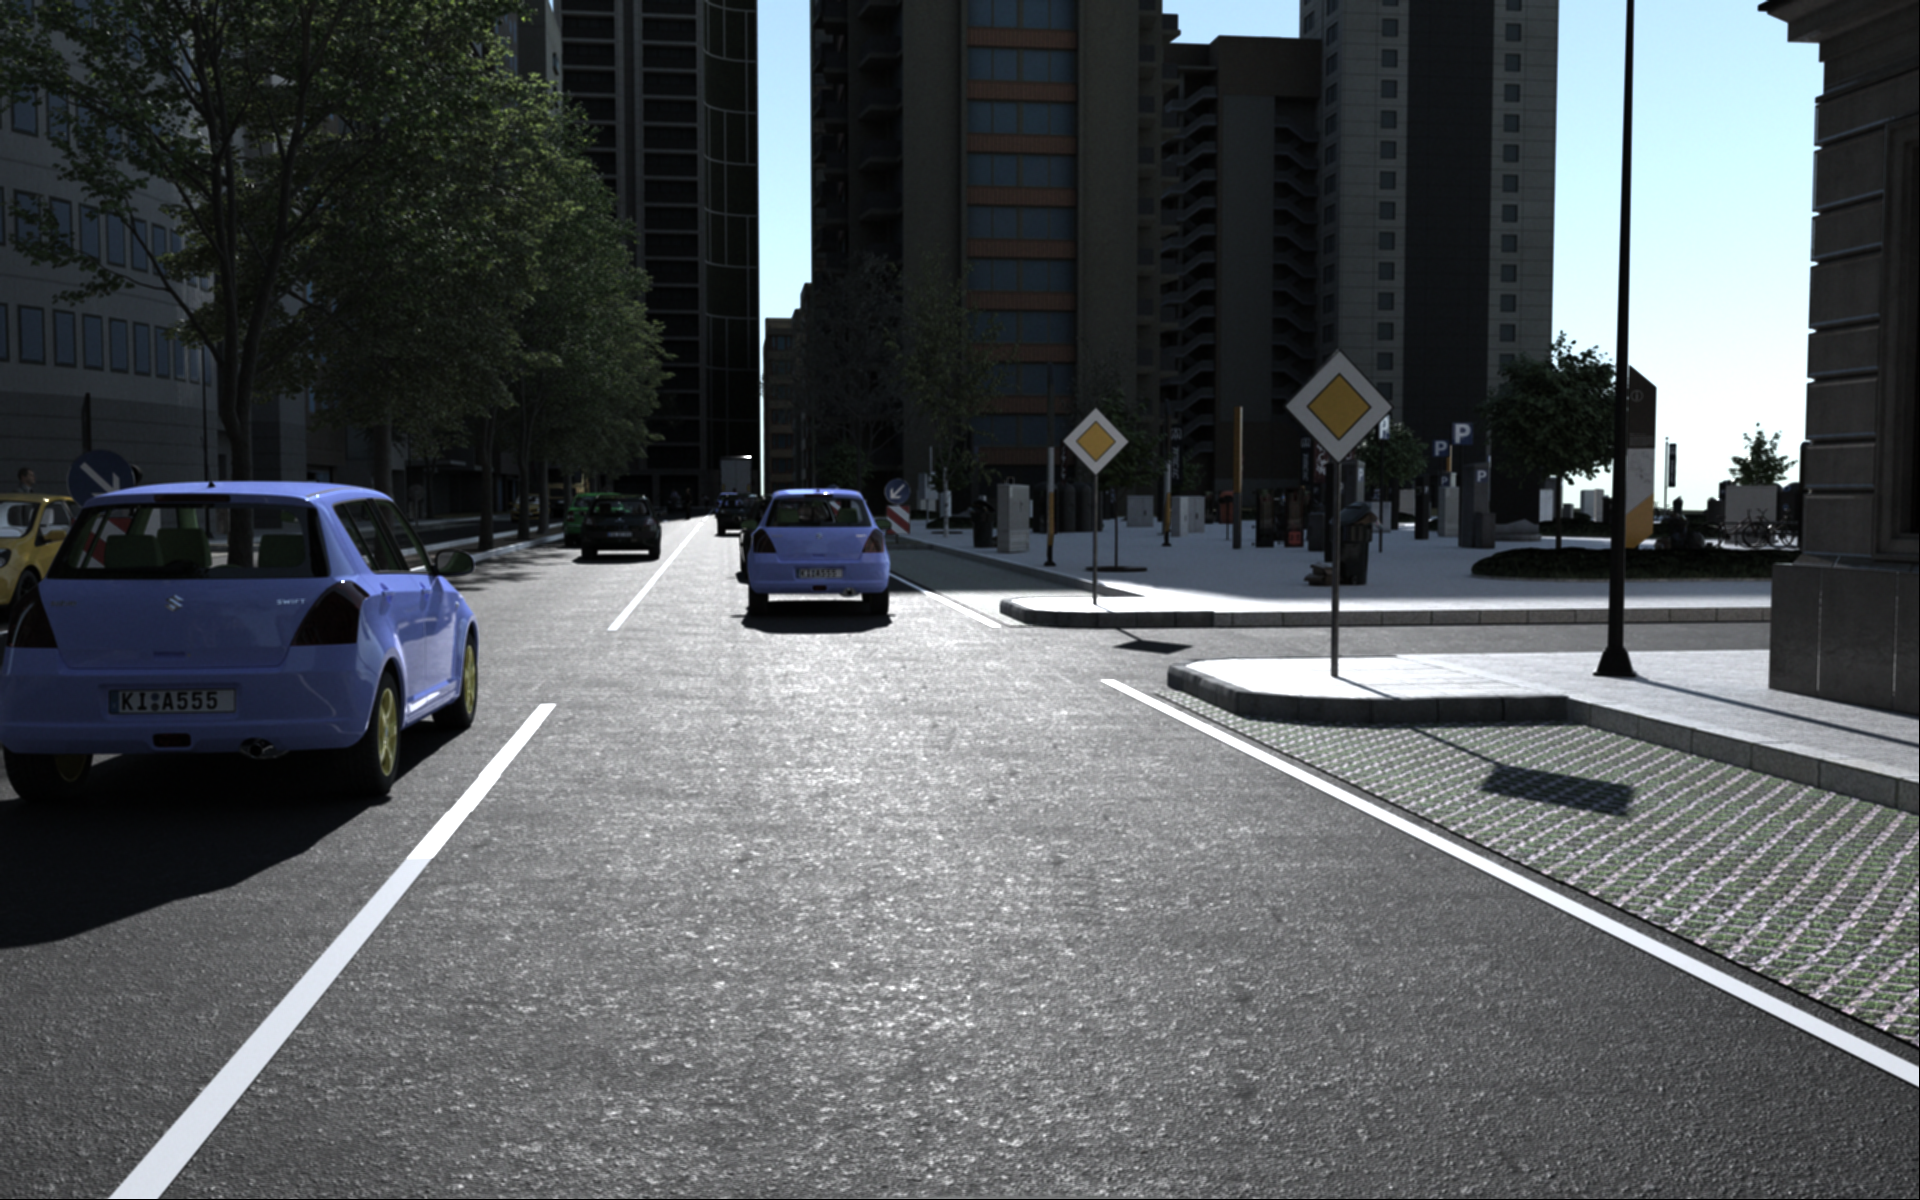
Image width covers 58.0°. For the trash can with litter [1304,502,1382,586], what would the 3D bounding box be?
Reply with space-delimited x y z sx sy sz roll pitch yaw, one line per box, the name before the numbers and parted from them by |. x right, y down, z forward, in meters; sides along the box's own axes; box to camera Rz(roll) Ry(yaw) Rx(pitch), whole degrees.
trash can with litter | 5.390 -0.796 24.402 1.055 1.170 0.624 -3 4 -37

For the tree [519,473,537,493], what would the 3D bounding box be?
tree | -34.488 -8.756 137.767 1.663 3.219 1.824 0 3 0

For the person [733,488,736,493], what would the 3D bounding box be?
person | -15.061 -6.570 115.859 1.348 1.831 0.705 -3 5 -39

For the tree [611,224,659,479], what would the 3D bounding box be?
tree | -14.962 -8.625 61.610 7.486 12.596 7.792 0 3 0

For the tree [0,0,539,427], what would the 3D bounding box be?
tree | -9.347 -5.757 22.342 9.928 11.665 9.643 0 3 0

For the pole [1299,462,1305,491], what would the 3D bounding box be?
pole | 13.018 -4.408 65.915 0.158 3.312 0.155 0 3 0

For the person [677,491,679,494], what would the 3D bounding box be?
person | -26.227 -9.266 160.722 1.217 1.743 0.721 -2 4 -25

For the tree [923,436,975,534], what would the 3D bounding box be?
tree | -0.529 -3.777 56.363 1.663 3.219 1.824 0 3 0

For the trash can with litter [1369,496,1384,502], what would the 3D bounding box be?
trash can with litter | 13.870 -2.961 59.466 2.233 1.210 1.678 0 4 -4

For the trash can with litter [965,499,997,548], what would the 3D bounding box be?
trash can with litter | 0.682 -1.853 41.683 0.624 1.170 1.055 3 5 44

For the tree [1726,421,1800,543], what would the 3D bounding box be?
tree | 21.281 -3.160 46.263 1.663 3.219 1.824 0 3 0

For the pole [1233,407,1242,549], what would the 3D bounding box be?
pole | 6.482 -2.850 40.444 0.158 3.312 0.155 0 3 0

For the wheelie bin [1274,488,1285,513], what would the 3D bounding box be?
wheelie bin | 16.746 -5.053 90.519 0.693 1.594 0.980 -2 4 -35

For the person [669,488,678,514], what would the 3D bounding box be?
person | -20.408 -7.021 123.163 0.709 1.838 0.599 2 4 30

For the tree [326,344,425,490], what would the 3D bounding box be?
tree | -25.247 -7.629 75.094 4.360 8.622 3.978 0 3 0

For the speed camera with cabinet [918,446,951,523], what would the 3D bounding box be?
speed camera with cabinet | -0.748 -4.781 72.511 2.038 3.252 0.660 -2 4 -33

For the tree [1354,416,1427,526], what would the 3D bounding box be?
tree | 17.454 -5.331 70.883 4.285 4.588 4.351 0 3 0

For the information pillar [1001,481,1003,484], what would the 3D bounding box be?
information pillar | 2.467 -5.512 94.619 0.304 2.012 0.304 -3 5 -42

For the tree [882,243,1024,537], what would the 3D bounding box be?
tree | -0.356 -6.141 50.765 4.737 8.622 4.395 0 3 0

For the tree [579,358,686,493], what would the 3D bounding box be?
tree | -17.660 -9.060 85.004 8.767 10.594 7.601 0 4 -8

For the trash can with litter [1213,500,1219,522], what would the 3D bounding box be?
trash can with litter | 11.602 -4.096 78.362 1.055 1.170 0.624 3 5 43

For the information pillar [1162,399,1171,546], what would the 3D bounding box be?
information pillar | 5.093 -3.128 42.492 0.183 3.616 0.504 0 4 -2

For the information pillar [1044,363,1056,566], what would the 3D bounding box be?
information pillar | 1.609 -2.411 30.778 0.183 3.616 0.504 0 4 -2

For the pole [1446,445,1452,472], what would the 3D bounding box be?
pole | 20.305 -4.778 71.966 0.158 3.312 0.155 0 3 0

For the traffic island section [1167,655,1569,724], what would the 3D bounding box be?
traffic island section | 2.654 0.616 12.204 2.009 0.180 2.903 0 4 -8

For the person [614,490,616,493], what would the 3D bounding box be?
person | -29.865 -8.621 149.471 0.705 1.822 1.348 0 4 -7

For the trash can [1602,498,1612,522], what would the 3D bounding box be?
trash can | 26.169 -3.548 69.658 0.748 1.137 0.748 0 3 0

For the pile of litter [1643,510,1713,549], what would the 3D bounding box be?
pile of litter | 16.486 -1.577 39.755 1.719 0.858 1.176 3 5 44

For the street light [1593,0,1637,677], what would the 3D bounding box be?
street light | 4.115 -2.417 12.058 1.470 5.913 1.316 0 4 -8

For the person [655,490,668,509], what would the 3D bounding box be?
person | -28.901 -9.743 167.814 1.348 1.821 0.705 1 4 10

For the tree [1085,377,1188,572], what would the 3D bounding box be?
tree | 2.577 -2.092 28.805 1.663 3.219 1.824 0 3 0

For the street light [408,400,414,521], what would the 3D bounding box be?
street light | -25.416 -6.677 81.704 1.470 5.913 1.316 0 4 -8

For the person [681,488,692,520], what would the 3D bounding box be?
person | -15.378 -5.402 97.338 0.721 1.766 1.217 -3 4 -36

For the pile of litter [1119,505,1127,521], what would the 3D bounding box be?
pile of litter | 8.389 -4.245 83.365 1.176 0.858 1.719 -1 4 -20

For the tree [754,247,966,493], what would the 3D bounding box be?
tree | -4.889 -10.697 85.263 12.009 13.543 11.850 0 3 0

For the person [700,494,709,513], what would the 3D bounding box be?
person | -19.028 -7.185 129.158 0.628 1.438 0.799 0 4 -5

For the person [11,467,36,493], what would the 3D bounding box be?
person | -13.227 -0.979 24.612 0.767 1.812 0.694 -1 4 -11

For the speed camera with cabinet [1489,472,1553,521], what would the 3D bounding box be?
speed camera with cabinet | 18.491 -3.843 57.175 2.038 3.252 0.660 0 4 -5

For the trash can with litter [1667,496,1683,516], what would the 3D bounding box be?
trash can with litter | 41.709 -5.497 101.266 1.055 1.170 0.624 1 4 20

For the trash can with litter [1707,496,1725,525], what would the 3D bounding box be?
trash can with litter | 23.770 -2.716 55.458 2.233 1.210 1.678 1 4 17

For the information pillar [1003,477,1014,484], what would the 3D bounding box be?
information pillar | 2.162 -4.317 75.078 0.304 2.012 0.304 -1 4 -12

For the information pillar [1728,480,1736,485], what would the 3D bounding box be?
information pillar | 40.505 -5.287 90.937 0.304 2.012 0.304 0 4 -8

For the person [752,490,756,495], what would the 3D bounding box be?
person | -20.447 -9.917 170.724 1.350 1.814 0.705 -2 4 -35

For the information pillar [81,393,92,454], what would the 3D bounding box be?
information pillar | -20.242 -2.987 40.198 0.183 3.616 0.504 -3 5 -40

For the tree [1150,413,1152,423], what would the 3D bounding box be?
tree | 8.098 -8.828 94.692 4.360 8.622 3.978 0 3 0

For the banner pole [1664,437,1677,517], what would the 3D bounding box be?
banner pole | 30.984 -5.237 75.639 0.401 3.779 0.863 -1 4 -16

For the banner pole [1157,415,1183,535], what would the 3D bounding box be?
banner pole | 6.647 -3.951 54.611 0.863 3.779 0.401 2 4 24

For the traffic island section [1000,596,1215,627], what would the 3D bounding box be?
traffic island section | 1.584 0.132 20.117 2.009 0.180 2.903 0 4 -8

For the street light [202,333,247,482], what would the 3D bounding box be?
street light | -21.125 -4.724 49.773 1.470 5.913 1.316 0 4 -8

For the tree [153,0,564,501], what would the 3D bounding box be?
tree | -10.655 -6.790 31.606 7.486 12.596 7.792 0 3 0

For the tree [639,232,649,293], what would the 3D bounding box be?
tree | -11.690 -7.004 42.735 9.928 11.665 9.643 0 3 0

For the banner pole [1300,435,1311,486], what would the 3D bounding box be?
banner pole | 12.939 -4.535 64.164 0.863 3.779 0.401 3 5 40

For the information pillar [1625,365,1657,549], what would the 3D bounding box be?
information pillar | 12.342 -2.452 31.446 0.504 3.616 0.183 1 4 12

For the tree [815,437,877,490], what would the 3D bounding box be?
tree | -6.298 -6.908 96.664 4.285 4.588 4.351 0 3 0

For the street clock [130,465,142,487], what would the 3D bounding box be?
street clock | -20.793 -2.380 43.489 0.471 2.002 0.358 0 4 -2

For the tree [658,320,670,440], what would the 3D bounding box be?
tree | -15.807 -9.086 69.136 7.486 12.596 7.792 0 3 0

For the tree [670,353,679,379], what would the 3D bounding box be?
tree | -16.377 -9.548 76.700 7.486 12.596 7.792 0 3 0
